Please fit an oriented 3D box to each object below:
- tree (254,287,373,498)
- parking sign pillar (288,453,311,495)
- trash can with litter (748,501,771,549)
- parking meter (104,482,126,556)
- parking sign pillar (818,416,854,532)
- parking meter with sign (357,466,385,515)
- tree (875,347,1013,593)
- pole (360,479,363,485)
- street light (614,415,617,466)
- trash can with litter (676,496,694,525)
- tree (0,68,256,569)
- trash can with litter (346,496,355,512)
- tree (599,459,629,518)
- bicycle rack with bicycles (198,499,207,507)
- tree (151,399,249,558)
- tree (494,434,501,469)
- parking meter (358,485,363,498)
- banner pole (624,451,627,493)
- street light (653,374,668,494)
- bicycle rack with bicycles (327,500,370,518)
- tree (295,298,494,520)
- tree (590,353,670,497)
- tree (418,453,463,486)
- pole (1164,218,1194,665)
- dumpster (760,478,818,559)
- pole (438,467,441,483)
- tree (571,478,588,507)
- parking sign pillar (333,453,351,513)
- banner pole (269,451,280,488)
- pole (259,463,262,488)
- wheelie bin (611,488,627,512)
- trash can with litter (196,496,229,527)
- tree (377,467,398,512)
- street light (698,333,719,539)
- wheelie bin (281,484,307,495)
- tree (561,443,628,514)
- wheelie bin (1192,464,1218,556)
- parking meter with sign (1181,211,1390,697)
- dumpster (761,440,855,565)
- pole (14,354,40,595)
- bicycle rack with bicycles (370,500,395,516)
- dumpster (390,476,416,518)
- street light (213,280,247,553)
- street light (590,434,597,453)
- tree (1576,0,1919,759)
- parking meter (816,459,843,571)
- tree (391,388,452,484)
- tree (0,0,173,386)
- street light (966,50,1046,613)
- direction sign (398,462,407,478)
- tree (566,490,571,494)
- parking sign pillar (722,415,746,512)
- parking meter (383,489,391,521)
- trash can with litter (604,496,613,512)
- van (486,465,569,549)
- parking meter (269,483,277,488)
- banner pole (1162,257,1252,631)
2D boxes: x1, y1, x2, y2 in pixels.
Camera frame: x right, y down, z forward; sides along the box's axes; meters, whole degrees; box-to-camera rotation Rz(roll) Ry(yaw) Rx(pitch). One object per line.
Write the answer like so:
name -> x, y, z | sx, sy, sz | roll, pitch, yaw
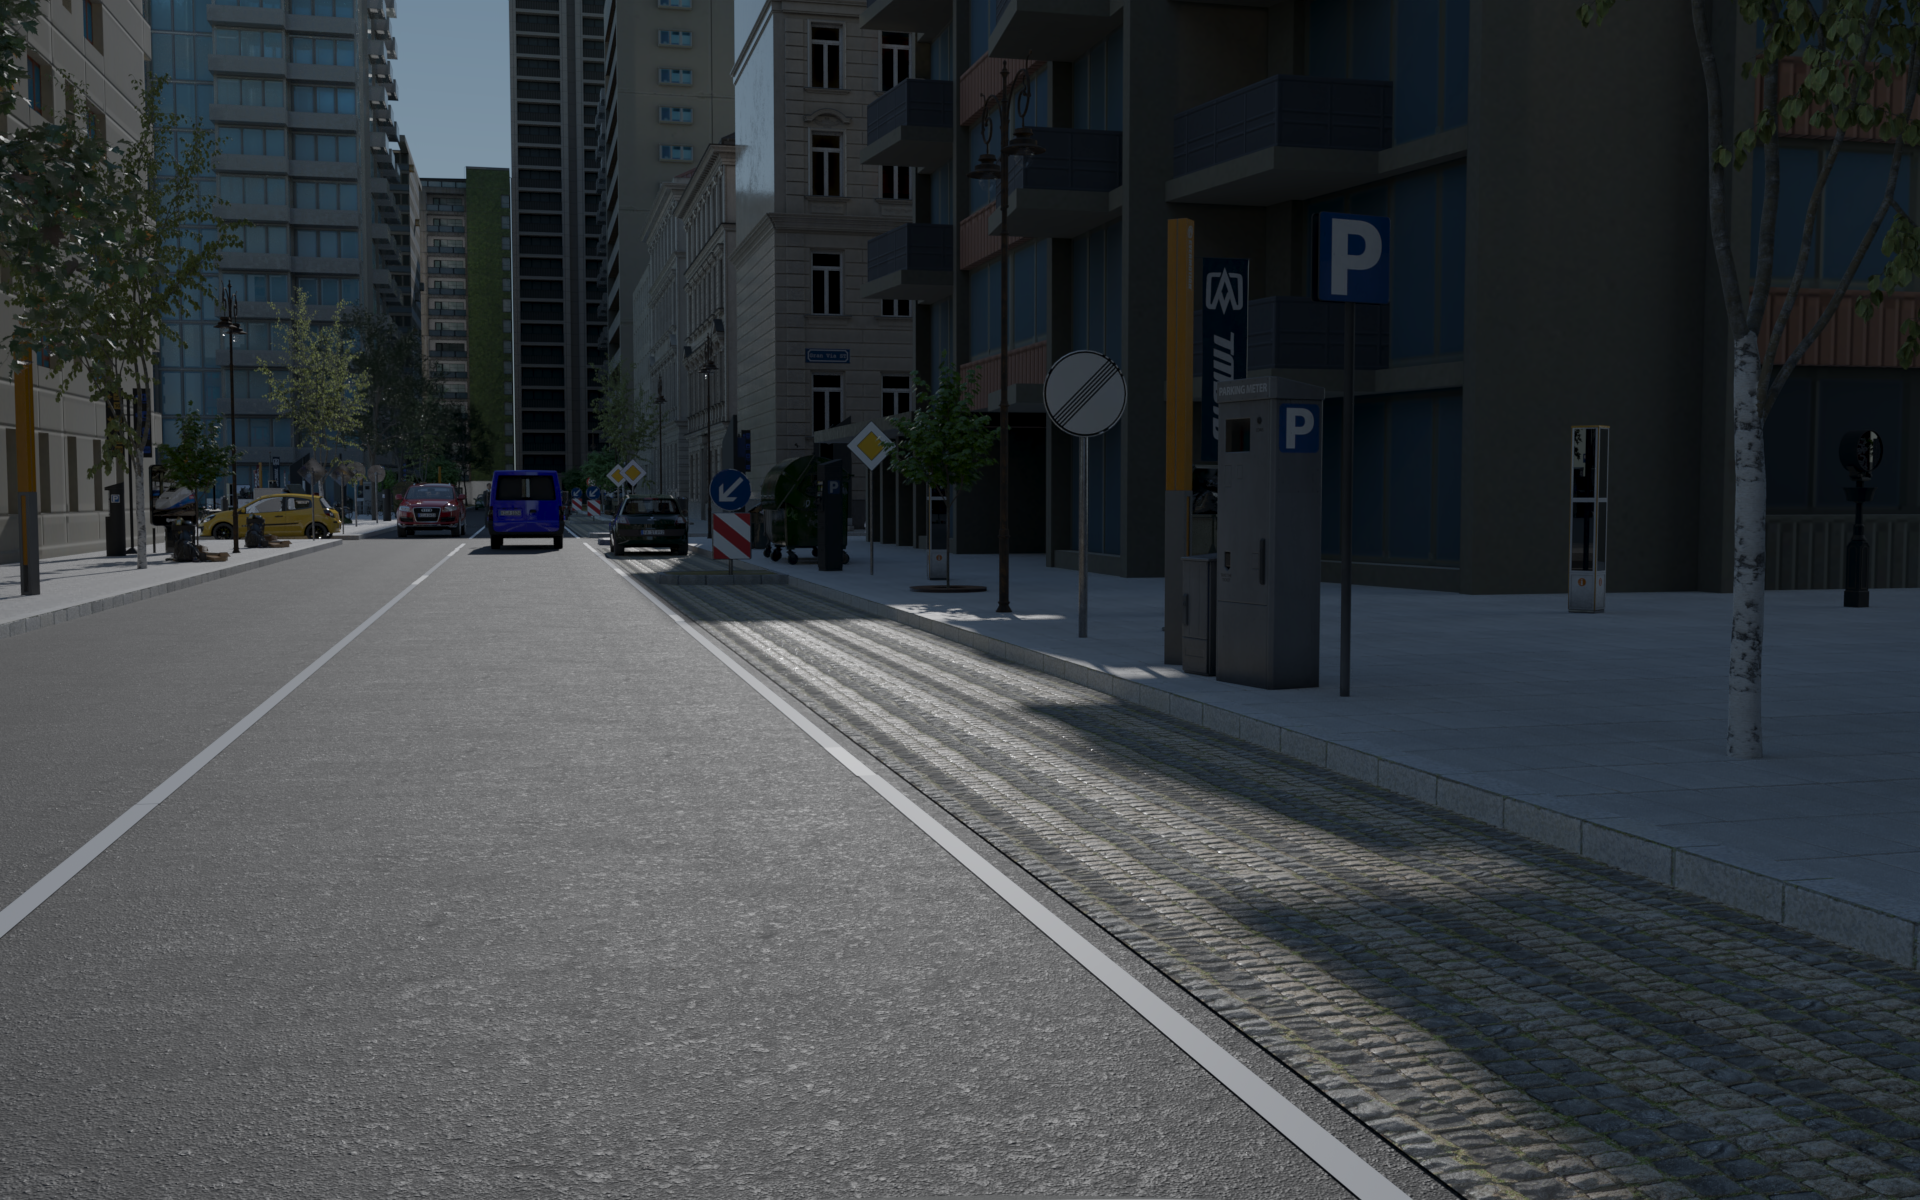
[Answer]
tree -> -22.648, -6.779, 61.201 | 4.360, 8.622, 3.978 | 0, 3, 0
parking sign pillar -> -42.800, -7.567, 112.199 | 1.447, 3.967, 1.447 | -3, 4, -38
trash can with litter -> -4.883, -1.774, 40.400 | 1.055, 1.170, 0.624 | 1, 4, 15
parking meter -> -17.444, -1.673, 35.764 | 0.372, 1.533, 0.369 | 0, 3, 0
parking sign pillar -> -4.374, -4.348, 59.562 | 1.447, 3.967, 1.447 | 0, 4, 0
parking meter with sign -> -36.721, -6.820, 107.767 | 1.738, 3.016, 0.543 | 0, 4, 5
tree -> -0.176, -1.737, 23.002 | 1.663, 3.219, 1.824 | 0, 3, 0
pole -> -39.927, -7.441, 115.501 | 0.158, 3.312, 0.155 | 0, 3, 0
street light -> -19.610, -7.701, 98.694 | 0.468, 5.910, 1.993 | -1, 4, -14
trash can with litter -> -12.056, -3.765, 72.615 | 2.233, 1.210, 1.678 | -2, 4, -31
tree -> -14.270, -4.834, 29.401 | 4.737, 8.622, 4.395 | 0, 3, 0
trash can with litter -> -42.649, -6.746, 121.687 | 1.055, 1.170, 0.624 | -1, 4, -22
tree -> -20.815, -6.740, 104.804 | 1.663, 3.219, 1.824 | 0, 3, 0
bicycle rack with bicycles -> -51.629, -6.263, 115.777 | 2.852, 0.926, 2.925 | 2, 4, 28
tree -> -15.667, -2.491, 35.334 | 1.663, 3.219, 1.824 | 0, 3, 0
tree -> -31.643, -10.034, 98.472 | 8.767, 10.594, 7.601 | 3, 4, 39
parking meter -> -39.286, -6.595, 113.541 | 0.255, 1.863, 0.399 | 0, 4, -5
banner pole -> -19.485, -6.785, 100.944 | 0.401, 3.779, 0.863 | -2, 4, -25
street light -> -11.555, -5.753, 66.846 | 0.468, 5.910, 1.993 | -1, 4, -14
bicycle rack with bicycles -> -30.763, -4.313, 83.894 | 2.925, 0.926, 2.852 | 1, 4, 9
tree -> -28.671, -9.125, 83.600 | 8.767, 10.594, 7.601 | 2, 4, 32
tree -> -17.440, -8.553, 90.210 | 4.737, 8.622, 4.395 | 0, 3, 0
tree -> -44.409, -10.016, 147.478 | 4.285, 4.588, 4.351 | 0, 3, 0
pole -> 1.643, -1.170, 12.971 | 0.158, 3.312, 0.155 | 0, 3, 0
dumpster -> -3.217, -1.747, 34.323 | 1.264, 1.857, 1.865 | -1, 4, -14
pole -> -38.560, -8.230, 128.404 | 0.158, 3.312, 0.155 | 0, 3, 0
tree -> -38.570, -11.181, 177.417 | 1.663, 3.219, 1.824 | 0, 3, 0
parking sign pillar -> -41.365, -7.772, 115.549 | 1.447, 3.967, 1.447 | -3, 4, -38
banner pole -> -40.272, -6.831, 101.701 | 0.401, 3.779, 0.863 | 3, 4, 37
pole -> -45.144, -7.217, 111.841 | 0.158, 3.312, 0.155 | 0, 3, 0
wheelie bin -> -18.094, -5.154, 92.170 | 0.980, 1.594, 0.693 | 2, 4, 24
trash can with litter -> -29.885, -3.452, 67.495 | 1.678, 1.210, 2.233 | 2, 4, 30
tree -> -41.269, -7.992, 125.273 | 1.663, 3.219, 1.824 | 0, 3, 0
street light -> -7.206, -4.705, 49.714 | 0.468, 5.910, 1.993 | -1, 4, -14
wheelie bin -> -20.943, -2.846, 54.438 | 0.693, 1.594, 0.980 | 1, 4, 20
tree -> -23.082, -7.896, 112.808 | 4.285, 4.588, 4.351 | 0, 3, 0
wheelie bin -> 2.648, -0.640, 18.365 | 0.693, 1.594, 0.980 | 3, 5, 43
parking meter with sign -> 2.090, -0.941, 11.638 | 0.543, 3.016, 1.738 | -2, 4, -25
dumpster -> -2.822, -1.813, 32.138 | 1.502, 2.255, 1.985 | -1, 4, -14
pole -> -11.818, -1.717, 21.922 | 0.158, 3.312, 0.155 | 0, 3, 0
bicycle rack with bicycles -> -33.799, -5.358, 100.980 | 2.925, 0.926, 2.852 | 3, 5, 44
dumpster -> -29.615, -5.510, 92.574 | 1.502, 2.255, 1.985 | -1, 4, -14
street light -> -15.750, -3.959, 37.515 | 0.468, 5.910, 1.993 | -1, 4, -14
street light -> -27.461, -9.602, 129.776 | 0.468, 5.910, 1.993 | -1, 4, -14
tree -> 3.888, -3.524, 7.976 | 4.737, 8.622, 4.395 | 0, 3, 0
parking meter -> -2.175, -1.416, 28.858 | 0.399, 1.863, 0.255 | -2, 4, -33
tree -> -34.438, -9.822, 110.957 | 4.737, 8.622, 4.395 | 0, 3, 0
tree -> -10.879, -5.836, 12.428 | 9.611, 12.733, 9.660 | 0, 3, 0
street light -> 0.477, -2.804, 18.627 | 0.468, 5.910, 1.993 | -1, 4, -14
direction sign -> -39.933, -8.079, 124.087 | 0.876, 3.537, 0.379 | 2, 4, 34
tree -> -45.700, -12.786, 203.644 | 1.663, 3.219, 1.824 | 0, 3, 0
parking sign pillar -> -7.777, -4.345, 59.509 | 1.447, 3.967, 1.447 | -2, 4, -25
parking meter -> -27.088, -4.493, 81.869 | 0.372, 1.533, 0.369 | 0, 3, 0
trash can with litter -> -21.467, -5.825, 106.624 | 0.624, 1.170, 1.055 | -3, 5, -43
van -> -11.741, -2.605, 46.976 | 2.240, 2.365, 5.245 | -1, 4, -13
parking meter -> -36.491, -5.279, 92.023 | 0.399, 1.863, 0.255 | 2, 4, 32
banner pole -> 2.315, -1.600, 16.177 | 0.863, 3.779, 0.401 | -1, 4, -14
